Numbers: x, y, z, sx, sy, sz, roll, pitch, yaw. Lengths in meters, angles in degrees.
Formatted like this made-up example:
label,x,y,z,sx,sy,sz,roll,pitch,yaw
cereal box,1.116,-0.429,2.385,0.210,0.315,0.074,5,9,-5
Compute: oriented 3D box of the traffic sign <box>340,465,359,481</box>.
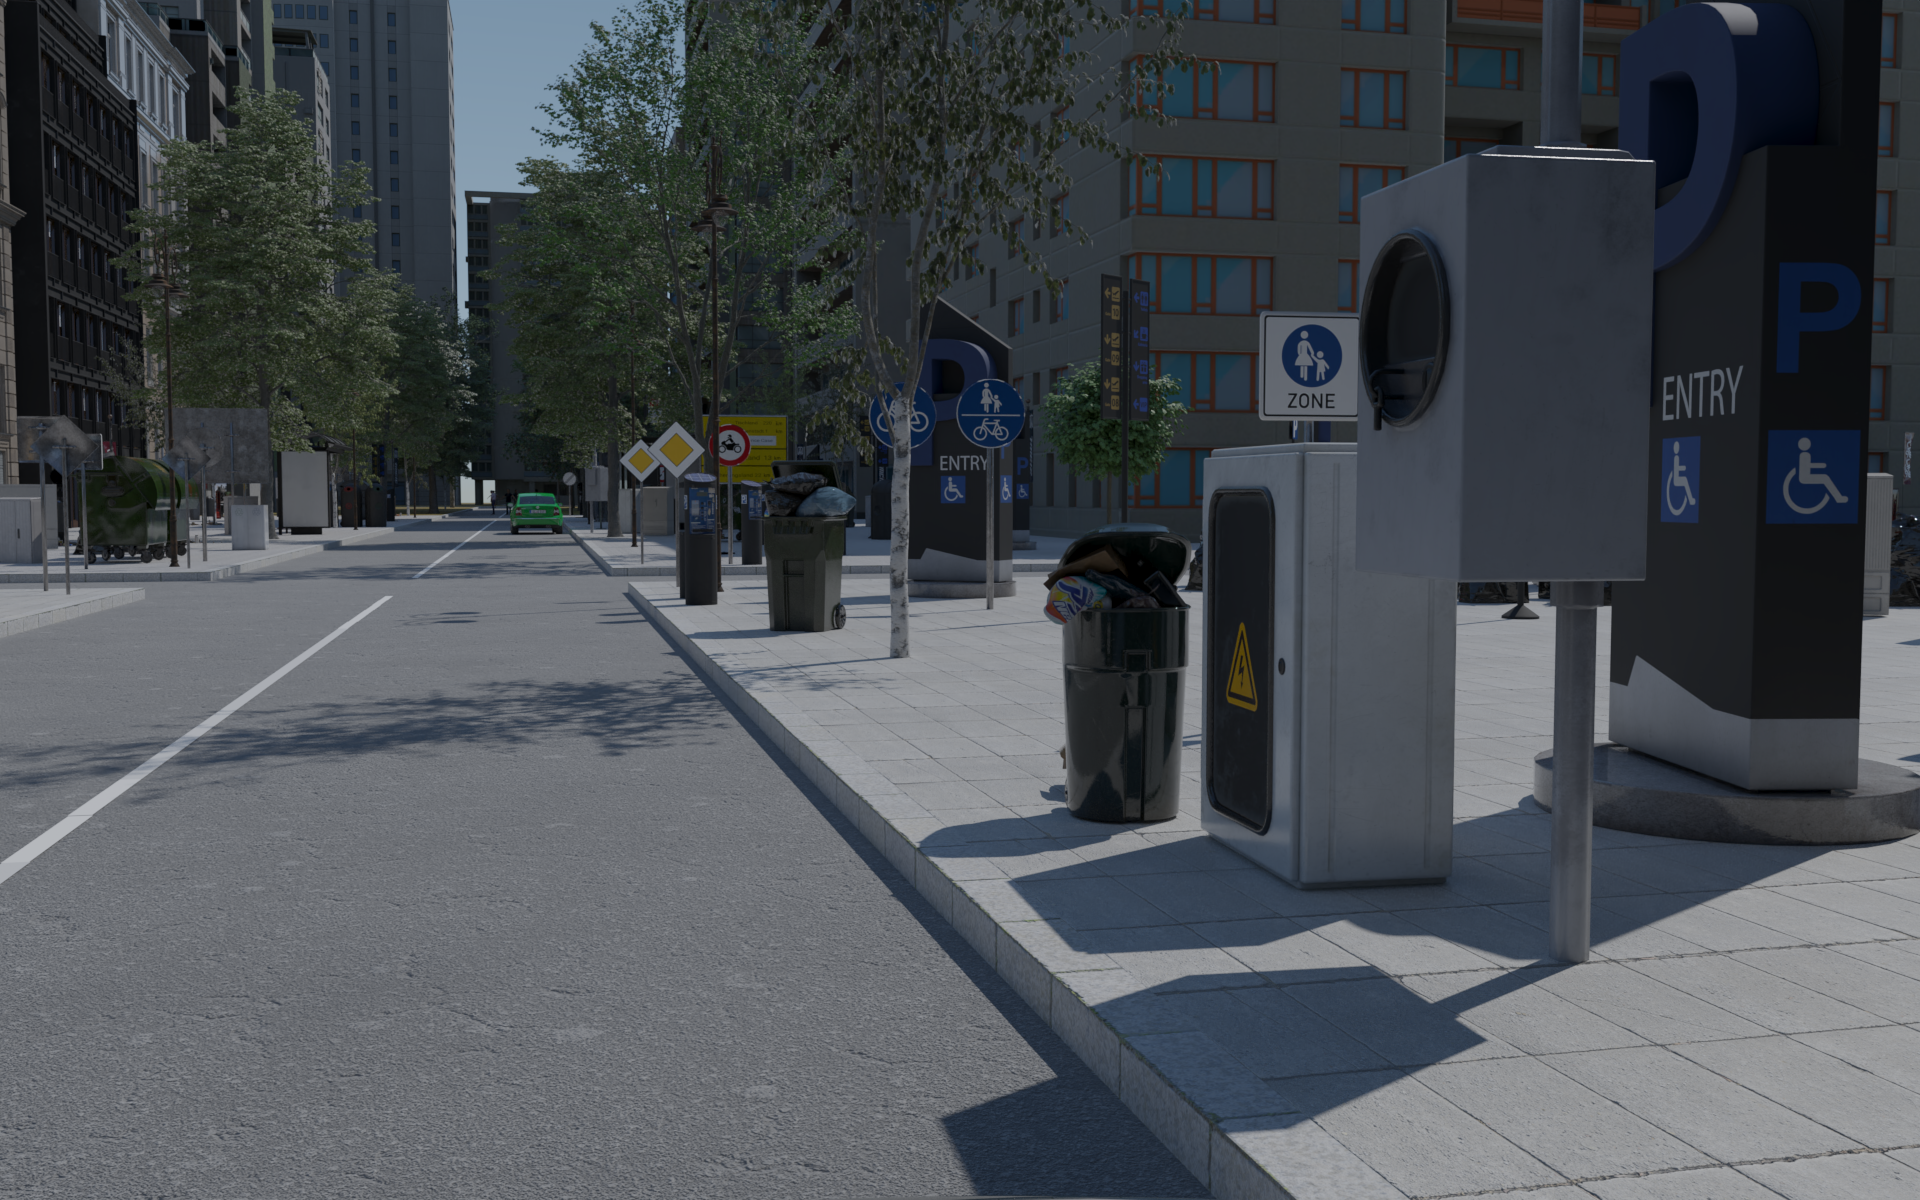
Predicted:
label,x,y,z,sx,sy,sz,roll,pitch,yaw
traffic sign,-26.282,-4.558,74.624,0.768,2.556,0.104,-1,4,-12

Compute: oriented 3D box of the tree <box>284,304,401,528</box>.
label,x,y,z,sx,sy,sz,roll,pitch,yaw
tree,-23.449,-7.014,65.036,4.737,8.622,4.395,0,3,0

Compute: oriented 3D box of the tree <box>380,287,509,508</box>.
label,x,y,z,sx,sy,sz,roll,pitch,yaw
tree,-48.219,-18.645,160.733,12.611,20.169,13.585,0,3,0

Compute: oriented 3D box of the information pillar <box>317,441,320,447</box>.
label,x,y,z,sx,sy,sz,roll,pitch,yaw
information pillar,-28.364,-5.215,76.627,0.183,3.616,0.504,-2,4,-25

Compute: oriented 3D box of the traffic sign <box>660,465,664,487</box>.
label,x,y,z,sx,sy,sz,roll,pitch,yaw
traffic sign,-12.860,-4.572,74.855,0.768,2.556,0.104,0,4,-7

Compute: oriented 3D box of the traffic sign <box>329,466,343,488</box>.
label,x,y,z,sx,sy,sz,roll,pitch,yaw
traffic sign,-28.647,-4.861,79.579,0.768,2.556,0.104,0,4,-6

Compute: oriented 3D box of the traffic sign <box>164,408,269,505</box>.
label,x,y,z,sx,sy,sz,roll,pitch,yaw
traffic sign,-17.587,-2.885,41.038,2.265,3.308,0.079,-1,4,-13

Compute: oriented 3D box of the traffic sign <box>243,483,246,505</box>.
label,x,y,z,sx,sy,sz,roll,pitch,yaw
traffic sign,-17.211,-2.420,41.695,0.606,2.300,0.079,0,4,-4

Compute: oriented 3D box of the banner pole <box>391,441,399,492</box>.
label,x,y,z,sx,sy,sz,roll,pitch,yaw
banner pole,-26.720,-5.620,81.905,0.401,3.779,0.863,0,4,5

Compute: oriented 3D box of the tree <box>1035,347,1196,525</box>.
label,x,y,z,sx,sy,sz,roll,pitch,yaw
tree,3.287,-3.254,36.918,4.285,4.588,4.351,0,3,0

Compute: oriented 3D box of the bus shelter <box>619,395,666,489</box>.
label,x,y,z,sx,sy,sz,roll,pitch,yaw
bus shelter,-12.376,-5.509,67.704,2.179,5.291,8.768,-1,4,-14

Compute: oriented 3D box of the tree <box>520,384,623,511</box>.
label,x,y,z,sx,sy,sz,roll,pitch,yaw
tree,-28.916,-13.789,132.110,9.857,13.997,8.962,0,3,0

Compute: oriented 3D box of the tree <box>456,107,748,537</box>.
label,x,y,z,sx,sy,sz,roll,pitch,yaw
tree,-10.173,-8.127,50.996,7.486,12.596,7.792,0,3,0

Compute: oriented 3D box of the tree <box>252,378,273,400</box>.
label,x,y,z,sx,sy,sz,roll,pitch,yaw
tree,-32.963,-7.727,76.698,4.360,8.622,3.978,0,3,0

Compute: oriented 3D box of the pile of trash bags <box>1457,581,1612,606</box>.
label,x,y,z,sx,sy,sz,roll,pitch,yaw
pile of trash bags,7.547,-0.666,20.650,3.447,1.369,1.912,1,4,20

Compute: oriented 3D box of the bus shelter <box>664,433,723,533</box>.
label,x,y,z,sx,sy,sz,roll,pitch,yaw
bus shelter,-9.209,-4.018,59.611,2.014,3.302,5.546,-1,4,-14

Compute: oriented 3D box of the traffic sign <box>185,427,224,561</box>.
label,x,y,z,sx,sy,sz,roll,pitch,yaw
traffic sign,-14.384,-2.007,32.926,0.768,2.556,0.104,0,4,-7

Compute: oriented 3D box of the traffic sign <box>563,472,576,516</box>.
label,x,y,z,sx,sy,sz,roll,pitch,yaw
traffic sign,-22.951,-6.223,101.856,0.768,2.556,0.104,0,4,-7

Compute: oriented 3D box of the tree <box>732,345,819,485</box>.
label,x,y,z,sx,sy,sz,roll,pitch,yaw
tree,-9.024,-8.225,84.845,4.737,8.622,4.395,0,3,0

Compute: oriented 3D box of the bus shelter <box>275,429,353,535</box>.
label,x,y,z,sx,sy,sz,roll,pitch,yaw
bus shelter,-21.273,-3.854,56.938,2.014,3.302,5.546,-1,4,-14

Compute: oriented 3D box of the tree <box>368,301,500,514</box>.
label,x,y,z,sx,sy,sz,roll,pitch,yaw
tree,-34.708,-12.677,113.928,9.857,13.997,8.962,0,3,0

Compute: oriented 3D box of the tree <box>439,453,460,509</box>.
label,x,y,z,sx,sy,sz,roll,pitch,yaw
tree,-43.042,-11.856,144.210,4.737,8.622,4.395,0,3,0

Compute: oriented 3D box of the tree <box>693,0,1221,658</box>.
label,x,y,z,sx,sy,sz,roll,pitch,yaw
tree,-0.310,-3.864,13.531,4.360,8.622,3.978,0,3,0

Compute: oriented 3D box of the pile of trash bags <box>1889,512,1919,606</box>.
label,x,y,z,sx,sy,sz,roll,pitch,yaw
pile of trash bags,12.138,-0.620,19.895,3.447,1.369,1.912,2,4,28

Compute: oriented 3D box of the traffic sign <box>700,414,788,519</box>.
label,x,y,z,sx,sy,sz,roll,pitch,yaw
traffic sign,-5.550,-3.099,44.541,2.265,3.308,0.079,-1,4,-12

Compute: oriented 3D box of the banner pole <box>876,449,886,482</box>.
label,x,y,z,sx,sy,sz,roll,pitch,yaw
banner pole,-4.020,-5.835,85.421,0.863,3.779,0.401,1,4,12

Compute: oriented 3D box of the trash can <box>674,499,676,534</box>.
label,x,y,z,sx,sy,sz,roll,pitch,yaw
trash can,-9.355,-2.685,55.549,0.748,1.137,0.748,0,3,0

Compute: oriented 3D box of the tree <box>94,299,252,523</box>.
label,x,y,z,sx,sy,sz,roll,pitch,yaw
tree,-28.082,-6.805,61.627,4.360,8.622,3.978,0,3,0

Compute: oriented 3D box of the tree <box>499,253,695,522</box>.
label,x,y,z,sx,sy,sz,roll,pitch,yaw
tree,-16.339,-9.962,79.886,9.611,12.733,9.660,0,3,0

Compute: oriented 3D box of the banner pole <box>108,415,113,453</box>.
label,x,y,z,sx,sy,sz,roll,pitch,yaw
banner pole,-26.650,-3.941,54.450,0.401,3.779,0.863,-2,4,-30

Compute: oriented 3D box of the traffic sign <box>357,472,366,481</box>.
label,x,y,z,sx,sy,sz,roll,pitch,yaw
traffic sign,-28.382,-4.923,81.671,0.795,2.450,0.064,0,4,-8

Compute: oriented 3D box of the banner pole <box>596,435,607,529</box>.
label,x,y,z,sx,sy,sz,roll,pitch,yaw
banner pole,-13.152,-4.455,62.856,0.401,3.779,0.863,1,4,13

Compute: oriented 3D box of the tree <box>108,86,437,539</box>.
label,x,y,z,sx,sy,sz,roll,pitch,yaw
tree,-19.484,-7.968,48.407,7.486,12.596,7.792,0,3,0

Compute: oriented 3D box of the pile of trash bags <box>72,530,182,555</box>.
label,x,y,z,sx,sy,sz,roll,pitch,yaw
pile of trash bags,-18.038,-1.741,38.219,1.912,1.369,3.447,0,4,-4

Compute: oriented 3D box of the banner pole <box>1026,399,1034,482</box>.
label,x,y,z,sx,sy,sz,roll,pitch,yaw
banner pole,1.824,-3.381,45.291,0.401,3.779,0.863,-1,4,-10

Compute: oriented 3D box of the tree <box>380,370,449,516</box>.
label,x,y,z,sx,sy,sz,roll,pitch,yaw
tree,-32.595,-9.321,102.766,4.360,8.622,3.978,0,3,0

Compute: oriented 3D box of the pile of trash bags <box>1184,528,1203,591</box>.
label,x,y,z,sx,sy,sz,roll,pitch,yaw
pile of trash bags,4.352,-0.887,24.256,1.912,1.369,3.447,1,4,21

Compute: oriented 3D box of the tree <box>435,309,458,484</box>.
label,x,y,z,sx,sy,sz,roll,pitch,yaw
tree,-28.673,-10.339,87.170,7.486,12.596,7.792,0,3,0

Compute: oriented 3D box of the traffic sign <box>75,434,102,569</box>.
label,x,y,z,sx,sy,sz,roll,pitch,yaw
traffic sign,-14.894,-1.671,29.458,0.606,2.300,0.079,0,4,-5

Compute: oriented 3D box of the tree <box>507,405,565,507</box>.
label,x,y,z,sx,sy,sz,roll,pitch,yaw
tree,-40.963,-16.250,176.057,12.009,13.543,11.850,0,3,0

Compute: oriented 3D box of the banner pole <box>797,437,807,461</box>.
label,x,y,z,sx,sy,sz,roll,pitch,yaw
banner pole,-6.927,-5.271,76.204,0.401,3.779,0.863,-3,5,-44

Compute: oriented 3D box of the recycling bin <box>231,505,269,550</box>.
label,x,y,z,sx,sy,sz,roll,pitch,yaw
recycling bin,-16.330,-1.669,39.837,0.722,1.027,0.722,-1,4,-16

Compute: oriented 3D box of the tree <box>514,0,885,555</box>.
label,x,y,z,sx,sy,sz,roll,pitch,yaw
tree,-5.347,-6.764,36.352,9.928,11.665,9.643,0,3,0
